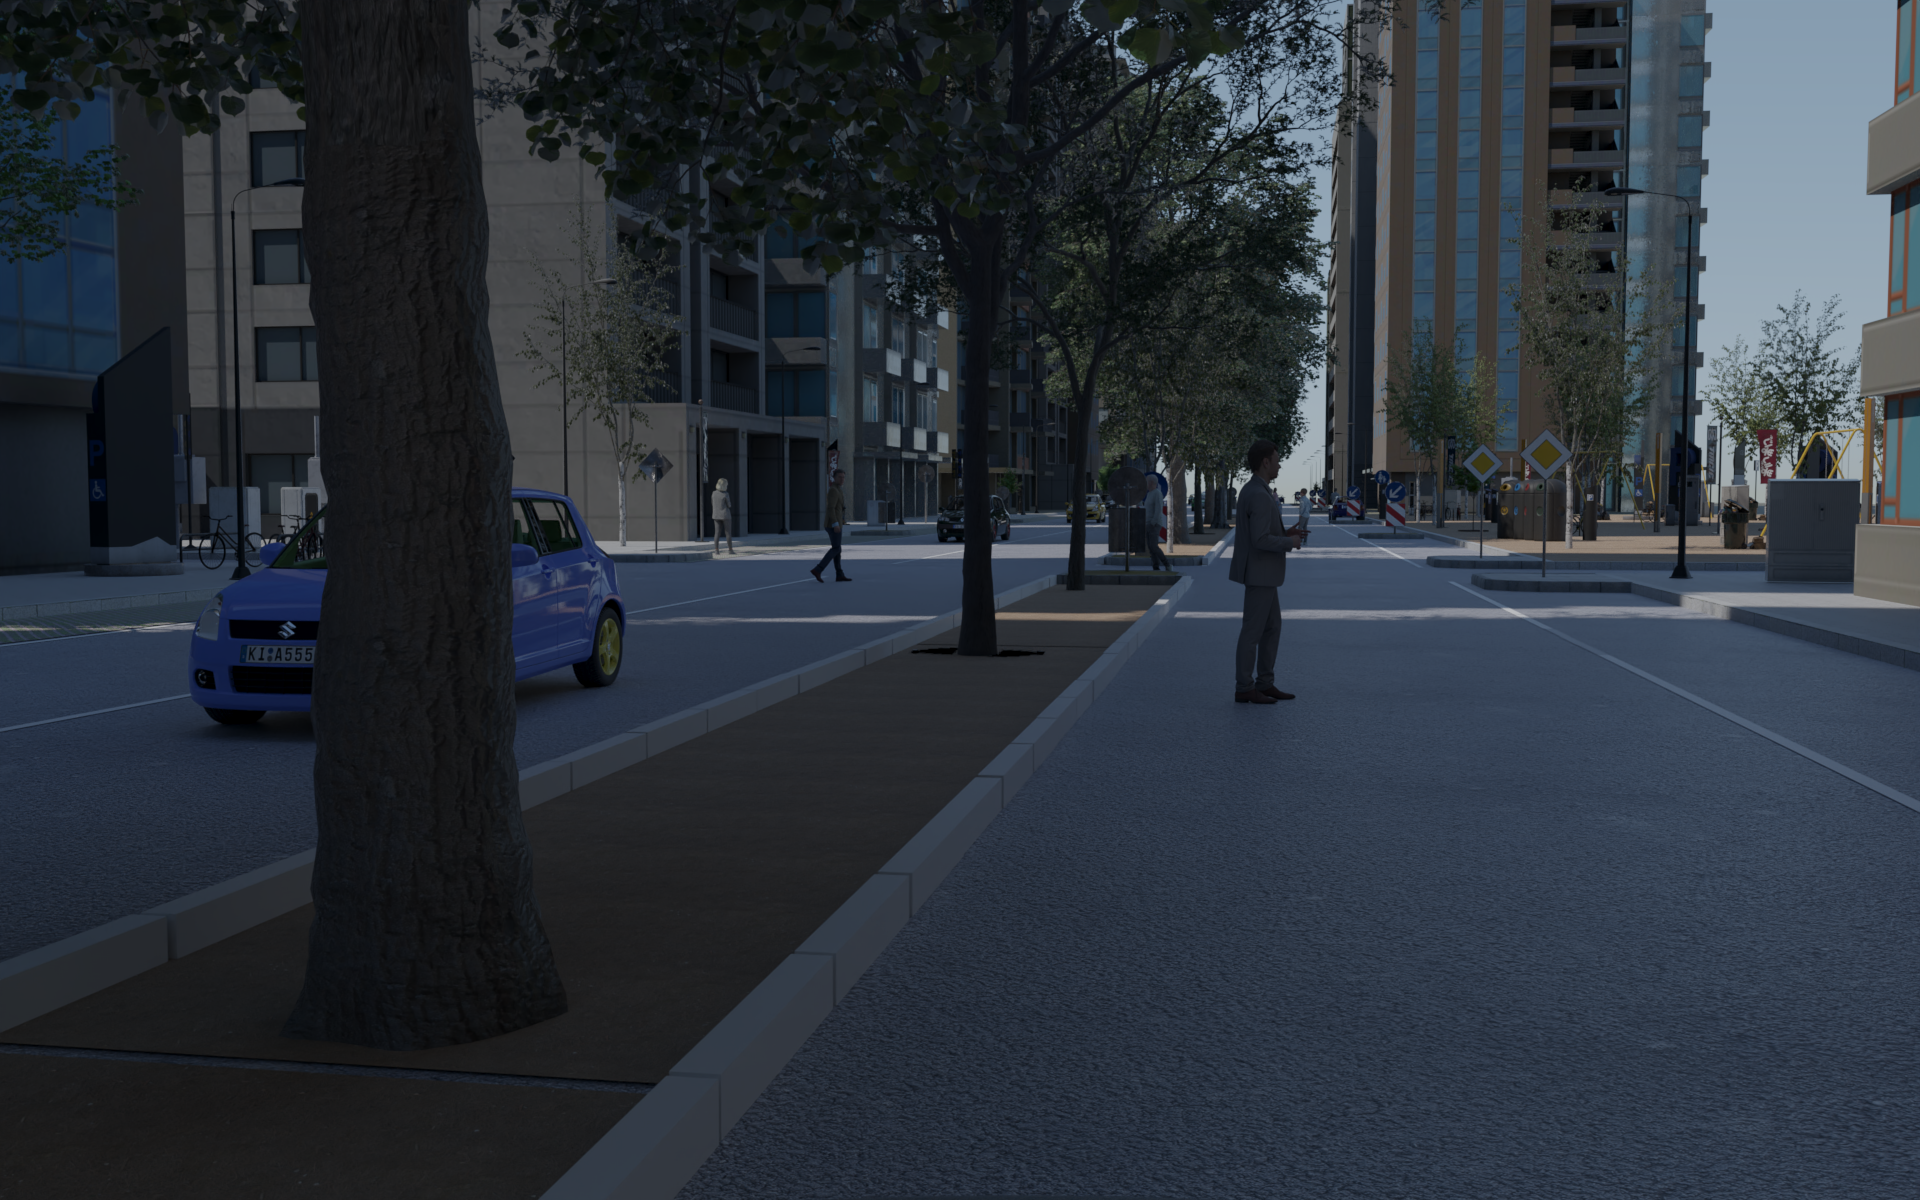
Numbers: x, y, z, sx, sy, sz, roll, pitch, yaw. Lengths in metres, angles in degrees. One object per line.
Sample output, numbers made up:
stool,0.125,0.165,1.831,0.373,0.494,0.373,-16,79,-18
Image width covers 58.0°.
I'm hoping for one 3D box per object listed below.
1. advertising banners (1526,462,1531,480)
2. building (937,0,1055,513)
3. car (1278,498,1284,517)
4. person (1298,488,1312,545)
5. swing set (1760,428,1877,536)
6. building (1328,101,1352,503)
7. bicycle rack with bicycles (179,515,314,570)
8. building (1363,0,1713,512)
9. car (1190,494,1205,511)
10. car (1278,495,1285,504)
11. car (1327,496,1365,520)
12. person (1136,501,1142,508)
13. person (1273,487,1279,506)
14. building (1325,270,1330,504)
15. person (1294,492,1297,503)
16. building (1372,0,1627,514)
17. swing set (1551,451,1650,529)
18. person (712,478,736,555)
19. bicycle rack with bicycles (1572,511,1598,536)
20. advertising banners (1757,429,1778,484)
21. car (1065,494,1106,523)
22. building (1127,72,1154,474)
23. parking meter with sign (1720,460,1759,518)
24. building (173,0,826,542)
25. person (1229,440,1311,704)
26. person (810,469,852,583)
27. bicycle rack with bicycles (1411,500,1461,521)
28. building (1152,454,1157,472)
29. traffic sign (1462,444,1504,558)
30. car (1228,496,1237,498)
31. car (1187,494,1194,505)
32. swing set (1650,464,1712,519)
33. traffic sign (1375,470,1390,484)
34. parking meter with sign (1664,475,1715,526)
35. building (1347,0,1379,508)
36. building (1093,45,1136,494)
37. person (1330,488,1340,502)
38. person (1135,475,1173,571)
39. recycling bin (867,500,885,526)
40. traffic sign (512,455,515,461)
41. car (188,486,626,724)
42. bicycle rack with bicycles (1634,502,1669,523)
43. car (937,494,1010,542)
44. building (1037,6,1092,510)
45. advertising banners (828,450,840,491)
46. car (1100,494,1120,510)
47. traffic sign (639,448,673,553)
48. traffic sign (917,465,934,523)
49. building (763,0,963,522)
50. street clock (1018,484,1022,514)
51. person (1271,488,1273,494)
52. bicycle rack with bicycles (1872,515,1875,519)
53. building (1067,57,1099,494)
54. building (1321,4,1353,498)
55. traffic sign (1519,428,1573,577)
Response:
advertising banners,30.658,-5.830,91.509,2.074,3.025,0.090,3,4,37
building,-4.907,-28.932,127.660,22.147,44.769,28.867,1,4,10
car,18.282,-5.577,103.183,2.014,1.417,4.499,1,4,9
person,9.662,-2.347,48.688,0.589,1.601,0.330,-3,5,-41
swing set,21.531,-2.742,42.460,2.862,2.851,3.119,1,4,9
building,54.613,-35.439,203.128,21.300,48.544,21.600,1,4,10
bicycle rack with bicycles,-11.842,-1.003,29.786,2.852,0.926,2.925,1,4,11
building,44.498,-31.568,135.748,23.786,49.044,30.456,1,4,10
car,20.257,-8.312,144.703,1.959,1.807,4.718,1,4,10
car,48.384,-15.301,262.749,1.945,1.354,3.894,1,4,10
car,20.399,-4.823,91.431,1.945,1.354,3.894,1,4,9
person,10.675,-5.744,102.637,0.478,1.798,0.641,-2,4,-27
person,18.278,-5.611,100.250,0.388,1.821,0.555,2,4,32
building,53.967,-27.535,221.895,14.160,30.474,14.107,1,4,10
person,50.826,-15.517,262.217,1.348,1.822,0.705,-1,4,-14
building,35.167,-28.426,114.882,14.600,45.320,14.200,1,4,10
swing set,23.039,-4.045,63.759,2.862,2.851,3.119,-1,4,-16
person,-5.582,-1.961,40.754,0.537,1.800,0.526,3,4,38
bicycle rack with bicycles,18.213,-2.457,53.557,2.925,0.926,2.852,0,4,4
advertising banners,22.317,-3.056,46.155,2.074,3.025,0.090,2,4,30
car,6.309,-4.669,86.568,2.015,1.641,3.980,1,4,10
building,15.066,-42.570,238.024,21.231,58.520,28.212,1,4,10
parking meter with sign,40.267,-5.704,89.513,1.738,3.016,0.543,3,5,43
building,-15.588,-37.809,56.427,20.563,71.187,20.611,1,4,10
person,2.145,-0.194,11.877,0.583,1.804,0.606,0,4,-2
person,-2.056,-1.207,28.138,0.836,1.842,0.656,-3,4,-37
bicycle rack with bicycles,23.047,-4.297,83.631,2.852,0.926,2.925,1,4,16
building,22.129,-37.231,258.833,14.600,45.320,14.200,1,4,10
traffic sign,10.390,-1.886,34.482,0.795,2.450,0.064,1,4,10
car,32.433,-12.170,208.569,1.945,1.707,3.694,1,4,12
car,31.639,-13.681,233.477,2.009,1.686,4.222,1,4,10
swing set,37.403,-5.713,91.027,3.119,2.851,2.862,0,4,-1
traffic sign,22.222,-5.572,91.207,0.768,2.556,0.104,1,4,16
parking meter with sign,29.289,-4.486,69.607,1.738,3.016,0.543,1,4,13
building,48.005,-38.115,165.181,21.231,58.520,28.212,1,4,10
building,6.766,-38.014,210.762,28.713,52.752,27.495,1,4,10
person,22.873,-5.916,105.431,0.606,1.804,0.583,2,4,29
person,3.352,-1.281,29.933,0.515,1.767,0.782,-1,4,-13
recycling bin,-3.334,-3.444,68.869,0.722,1.027,0.722,0,4,-3
traffic sign,-7.985,-1.591,29.653,0.795,2.450,0.064,1,4,10
car,-3.627,-0.133,11.769,1.945,1.707,3.694,1,4,9
bicycle rack with bicycles,32.077,-3.985,78.542,2.925,0.926,2.852,0,4,-6
car,0.440,-2.628,52.761,2.009,1.686,4.222,1,4,11
building,0.971,-43.586,150.891,20.563,71.187,20.611,1,4,10
advertising banners,-5.709,-4.455,69.032,2.074,3.025,0.090,-2,4,-28
car,11.989,-8.018,140.885,2.009,1.686,4.222,1,4,10
traffic sign,-6.585,-2.072,37.515,0.795,2.450,0.064,1,4,10
traffic sign,-1.499,-4.629,75.796,0.768,2.556,0.104,1,4,13
building,-13.011,-28.809,90.641,23.786,49.044,30.456,1,4,10
street clock,3.921,-6.593,112.358,0.358,2.002,0.471,0,4,-5
person,14.739,-4.446,82.202,0.522,1.701,0.512,0,4,-8
bicycle rack with bicycles,31.333,-2.641,56.568,2.925,0.926,2.852,1,4,13
building,6.003,-31.702,168.433,14.600,45.320,14.200,1,4,10
building,63.751,-49.754,251.721,20.563,71.187,20.611,1,4,10
traffic sign,8.989,-1.405,26.620,0.795,2.450,0.064,1,4,10
